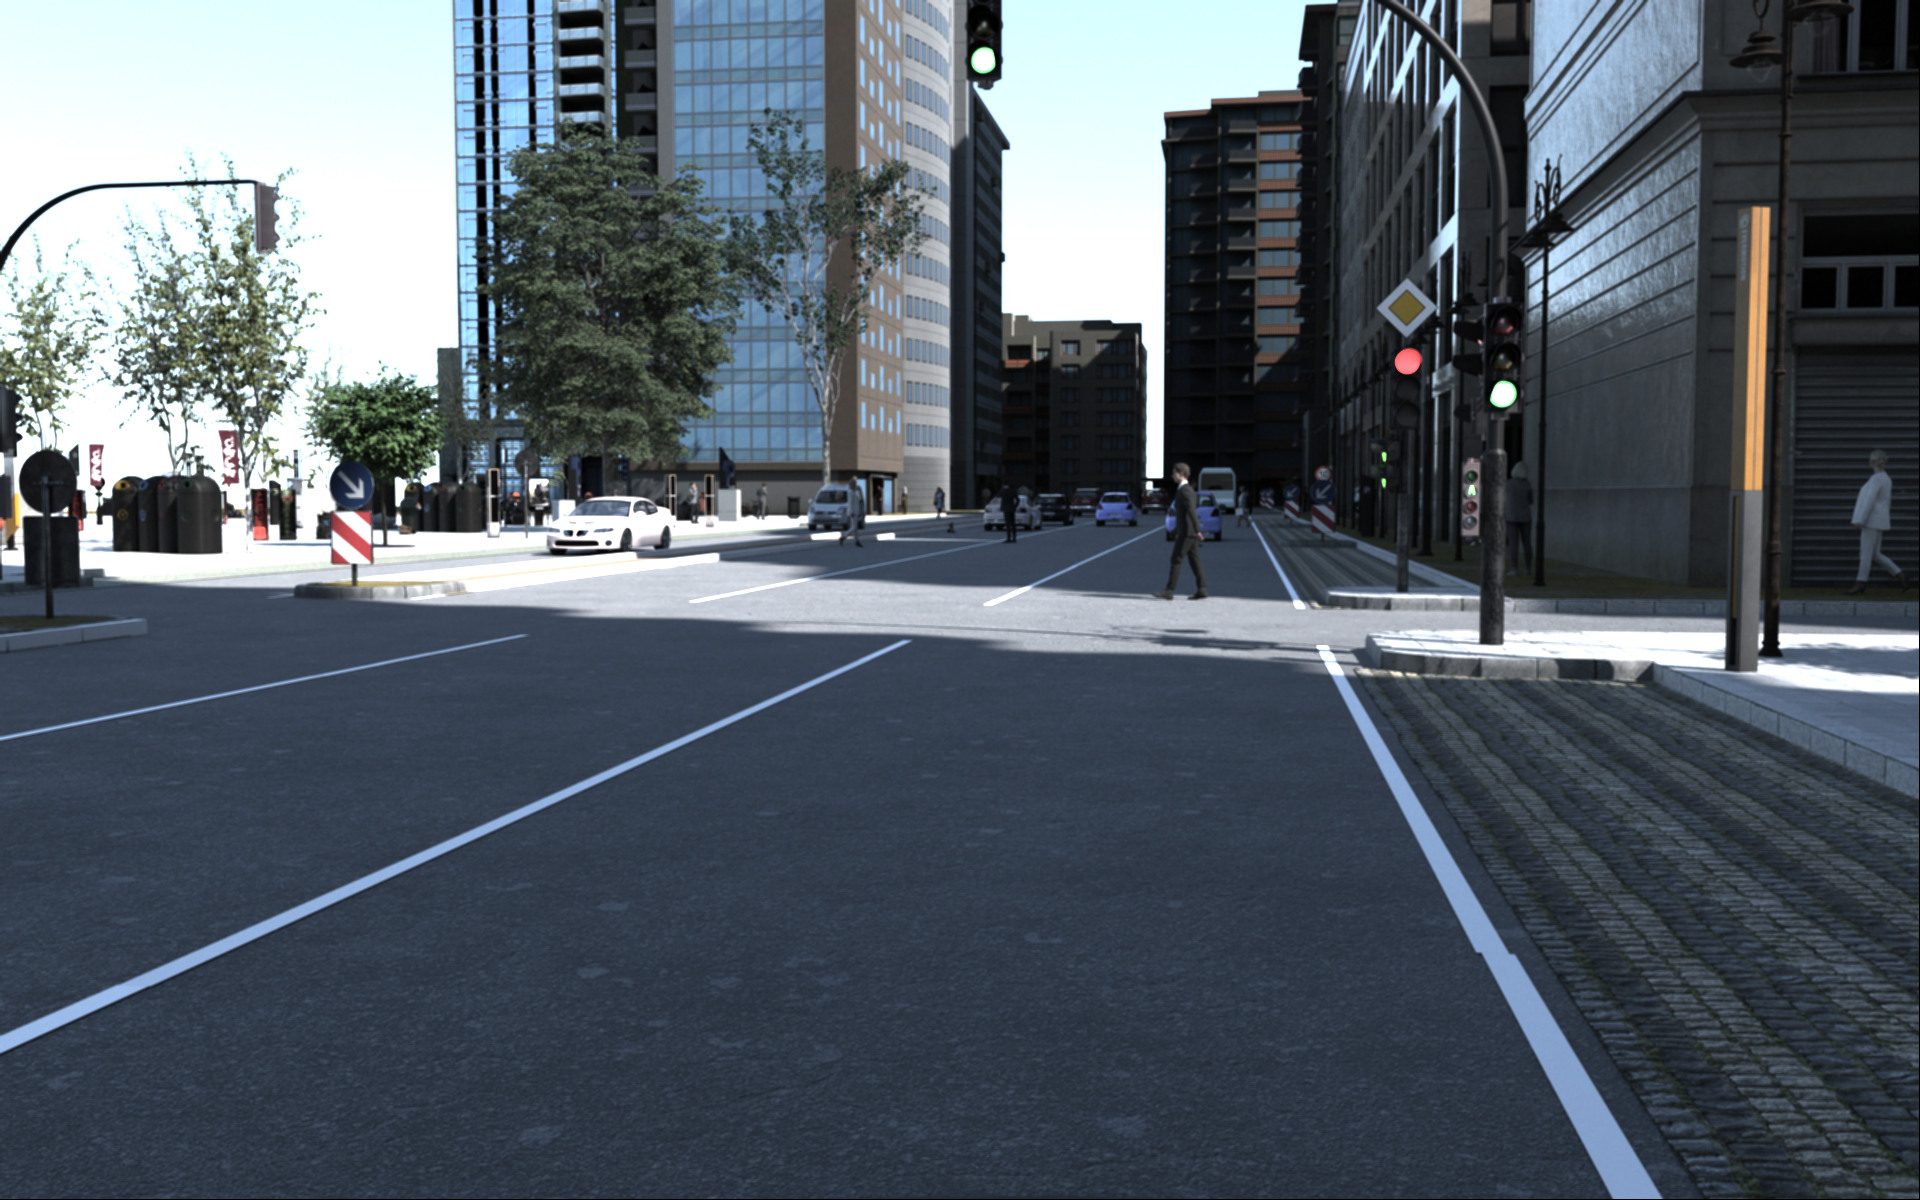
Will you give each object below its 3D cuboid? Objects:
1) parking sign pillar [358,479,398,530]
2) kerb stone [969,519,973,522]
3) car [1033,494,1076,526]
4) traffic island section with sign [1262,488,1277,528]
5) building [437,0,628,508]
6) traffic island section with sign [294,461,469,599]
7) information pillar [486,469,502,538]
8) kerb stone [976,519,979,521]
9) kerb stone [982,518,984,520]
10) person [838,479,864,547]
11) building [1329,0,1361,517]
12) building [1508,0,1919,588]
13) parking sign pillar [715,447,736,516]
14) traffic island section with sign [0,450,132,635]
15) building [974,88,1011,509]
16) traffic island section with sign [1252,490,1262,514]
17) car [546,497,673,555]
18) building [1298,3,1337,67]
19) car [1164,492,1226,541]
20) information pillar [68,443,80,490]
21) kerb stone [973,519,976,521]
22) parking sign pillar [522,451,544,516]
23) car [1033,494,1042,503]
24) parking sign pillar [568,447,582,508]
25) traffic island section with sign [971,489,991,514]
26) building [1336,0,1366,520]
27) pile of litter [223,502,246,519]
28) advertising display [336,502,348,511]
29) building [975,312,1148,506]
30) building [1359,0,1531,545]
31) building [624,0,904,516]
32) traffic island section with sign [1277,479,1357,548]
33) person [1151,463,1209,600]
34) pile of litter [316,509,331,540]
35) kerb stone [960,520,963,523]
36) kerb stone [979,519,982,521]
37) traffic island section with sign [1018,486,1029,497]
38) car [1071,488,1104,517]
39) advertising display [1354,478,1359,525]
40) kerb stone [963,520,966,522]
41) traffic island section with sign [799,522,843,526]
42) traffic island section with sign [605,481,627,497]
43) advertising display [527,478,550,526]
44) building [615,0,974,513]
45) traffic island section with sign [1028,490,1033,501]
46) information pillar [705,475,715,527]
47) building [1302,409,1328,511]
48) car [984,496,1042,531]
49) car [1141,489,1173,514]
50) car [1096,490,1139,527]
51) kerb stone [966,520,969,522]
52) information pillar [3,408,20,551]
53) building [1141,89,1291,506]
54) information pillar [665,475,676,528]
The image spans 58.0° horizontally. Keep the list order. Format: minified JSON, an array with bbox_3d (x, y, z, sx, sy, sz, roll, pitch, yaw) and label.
[{"bbox_3d":[-21.253,-4.562,63.059,1.447,3.967,1.447,1,4,12],"label":"parking sign pillar"},{"bbox_3d":[0.382,-3.890,85.836,0.120,0.150,1.000,1,4,9],"label":"kerb stone"},{"bbox_3d":[4.265,-4.265,79.523,2.009,1.686,4.222,0,4,8],"label":"car"},{"bbox_3d":[13.961,-3.974,73.603,1.989,1.847,2.006,1,4,9],"label":"traffic island section with sign"},{"bbox_3d":[-34.972,-52.316,168.037,31.000,86.520,22.319,1,4,9],"label":"building"},{"bbox_3d":[-8.319,-1.007,24.600,2.006,1.907,1.989,1,4,9],"label":"traffic island section with sign"},{"bbox_3d":[-13.587,-2.808,50.398,0.304,2.012,0.304,-2,4,-33],"label":"information pillar"},{"bbox_3d":[0.696,-4.017,87.866,0.120,0.150,1.000,1,4,9],"label":"kerb stone"},{"bbox_3d":[1.020,-4.137,89.889,0.120,0.150,1.000,1,4,9],"label":"kerb stone"},{"bbox_3d":[-2.950,-2.348,46.772,0.818,1.842,0.514,-2,4,-28],"label":"person"},{"bbox_3d":[28.933,-20.220,102.290,14.160,30.474,14.107,1,4,9],"label":"building"},{"bbox_3d":[25.223,-11.913,28.061,30.059,22.955,16.112,1,4,9],"label":"building"},{"bbox_3d":[-13.404,-6.818,99.946,1.447,3.967,1.447,1,4,19],"label":"parking sign pillar"},{"bbox_3d":[-9.497,-0.560,17.287,2.006,1.907,1.989,1,4,9],"label":"traffic island section with sign"},{"bbox_3d":[-8.385,-28.673,160.681,23.993,40.220,32.217,1,4,9],"label":"building"},{"bbox_3d":[21.886,-7.006,123.176,1.989,1.847,2.006,1,4,9],"label":"traffic island section with sign"},{"bbox_3d":[-8.464,-1.822,42.149,2.083,1.381,4.827,1,4,10],"label":"car"},{"bbox_3d":[41.165,-30.538,153.914,22.147,44.769,28.867,1,4,9],"label":"building"},{"bbox_3d":[7.300,-2.710,53.903,1.945,1.707,3.694,1,4,8],"label":"car"},{"bbox_3d":[-40.611,-5.390,79.479,0.504,3.616,0.183,0,4,3],"label":"information pillar"},{"bbox_3d":[0.533,-3.952,86.847,0.120,0.150,1.000,1,4,9],"label":"kerb stone"},{"bbox_3d":[-24.999,-6.881,100.981,1.447,3.967,1.447,1,4,19],"label":"parking sign pillar"},{"bbox_3d":[7.143,-8.353,145.364,1.959,1.807,4.718,1,4,9],"label":"car"},{"bbox_3d":[-19.934,-6.184,89.586,1.447,3.967,1.447,0,3,0],"label":"parking sign pillar"},{"bbox_3d":[1.909,-7.201,126.365,1.989,1.847,2.006,1,4,9],"label":"traffic island section with sign"},{"bbox_3d":[25.406,-16.354,85.409,12.078,24.808,19.932,1,4,9],"label":"building"},{"bbox_3d":[-38.470,-4.727,91.247,1.719,0.858,1.176,0,4,-4],"label":"pile of litter"},{"bbox_3d":[-35.332,-5.725,98.810,0.974,1.923,0.123,1,4,16],"label":"advertising display"},{"bbox_3d":[6.248,-21.607,198.307,28.899,21.520,27.650,1,4,9],"label":"building"},{"bbox_3d":[24.555,-15.508,58.066,19.350,26.468,34.151,1,4,9],"label":"building"},{"bbox_3d":[-11.698,-28.033,108.444,14.600,45.320,14.200,1,4,9],"label":"building"},{"bbox_3d":[9.708,-2.346,46.984,1.989,1.847,2.006,1,4,9],"label":"traffic island section with sign"},{"bbox_3d":[2.988,-0.925,23.409,0.755,1.850,0.659,1,4,19],"label":"person"},{"bbox_3d":[-17.802,-2.160,49.287,1.176,0.858,1.719,0,4,-5],"label":"pile of litter"},{"bbox_3d":[-0.102,-3.707,82.807,0.120,0.150,1.000,1,4,9],"label":"kerb stone"},{"bbox_3d":[0.854,-4.078,88.877,0.120,0.150,1.000,1,4,9],"label":"kerb stone"},{"bbox_3d":[3.524,-5.545,98.803,2.006,1.907,1.989,1,4,9],"label":"traffic island section with sign"},{"bbox_3d":[8.349,-6.287,111.462,2.281,1.827,5.304,1,4,10],"label":"car"},{"bbox_3d":[16.294,-4.003,70.665,0.123,1.923,0.974,-1,4,-13],"label":"advertising display"},{"bbox_3d":[0.054,-3.769,83.818,0.120,0.150,1.000,1,4,9],"label":"kerb stone"},{"bbox_3d":[-5.958,-4.189,77.126,1.989,1.847,2.006,1,4,9],"label":"traffic island section with sign"},{"bbox_3d":[-10.197,-2.561,50.505,1.989,1.847,2.006,1,4,9],"label":"traffic island section with sign"},{"bbox_3d":[-16.919,-3.933,69.525,0.123,1.923,0.974,3,5,42],"label":"advertising display"},{"bbox_3d":[-11.435,-35.929,129.433,21.231,58.520,28.212,1,4,9],"label":"building"},{"bbox_3d":[6.156,-8.829,152.985,1.989,1.847,2.006,1,4,9],"label":"traffic island section with sign"},{"bbox_3d":[-9.653,-3.812,66.820,0.304,2.012,0.304,0,4,6],"label":"information pillar"},{"bbox_3d":[36.715,-49.544,122.708,22.319,86.520,31.000,1,4,9],"label":"building"},{"bbox_3d":[2.126,-3.449,68.759,2.083,1.381,4.827,1,4,10],"label":"car"},{"bbox_3d":[14.166,-7.095,124.669,2.281,1.827,5.304,1,4,9],"label":"car"},{"bbox_3d":[7.048,-4.165,77.694,1.945,1.707,3.694,1,4,9],"label":"car"},{"bbox_3d":[0.206,-3.829,84.829,0.120,0.150,1.000,1,4,9],"label":"kerb stone"},{"bbox_3d":[-21.529,-2.930,39.265,0.504,3.616,0.183,2,4,33],"label":"information pillar"},{"bbox_3d":[35.136,-32.782,190.611,28.867,44.769,22.147,1,4,9],"label":"building"},{"bbox_3d":[-10.999,-3.749,65.785,0.304,2.012,0.304,3,4,38],"label":"information pillar"}]
